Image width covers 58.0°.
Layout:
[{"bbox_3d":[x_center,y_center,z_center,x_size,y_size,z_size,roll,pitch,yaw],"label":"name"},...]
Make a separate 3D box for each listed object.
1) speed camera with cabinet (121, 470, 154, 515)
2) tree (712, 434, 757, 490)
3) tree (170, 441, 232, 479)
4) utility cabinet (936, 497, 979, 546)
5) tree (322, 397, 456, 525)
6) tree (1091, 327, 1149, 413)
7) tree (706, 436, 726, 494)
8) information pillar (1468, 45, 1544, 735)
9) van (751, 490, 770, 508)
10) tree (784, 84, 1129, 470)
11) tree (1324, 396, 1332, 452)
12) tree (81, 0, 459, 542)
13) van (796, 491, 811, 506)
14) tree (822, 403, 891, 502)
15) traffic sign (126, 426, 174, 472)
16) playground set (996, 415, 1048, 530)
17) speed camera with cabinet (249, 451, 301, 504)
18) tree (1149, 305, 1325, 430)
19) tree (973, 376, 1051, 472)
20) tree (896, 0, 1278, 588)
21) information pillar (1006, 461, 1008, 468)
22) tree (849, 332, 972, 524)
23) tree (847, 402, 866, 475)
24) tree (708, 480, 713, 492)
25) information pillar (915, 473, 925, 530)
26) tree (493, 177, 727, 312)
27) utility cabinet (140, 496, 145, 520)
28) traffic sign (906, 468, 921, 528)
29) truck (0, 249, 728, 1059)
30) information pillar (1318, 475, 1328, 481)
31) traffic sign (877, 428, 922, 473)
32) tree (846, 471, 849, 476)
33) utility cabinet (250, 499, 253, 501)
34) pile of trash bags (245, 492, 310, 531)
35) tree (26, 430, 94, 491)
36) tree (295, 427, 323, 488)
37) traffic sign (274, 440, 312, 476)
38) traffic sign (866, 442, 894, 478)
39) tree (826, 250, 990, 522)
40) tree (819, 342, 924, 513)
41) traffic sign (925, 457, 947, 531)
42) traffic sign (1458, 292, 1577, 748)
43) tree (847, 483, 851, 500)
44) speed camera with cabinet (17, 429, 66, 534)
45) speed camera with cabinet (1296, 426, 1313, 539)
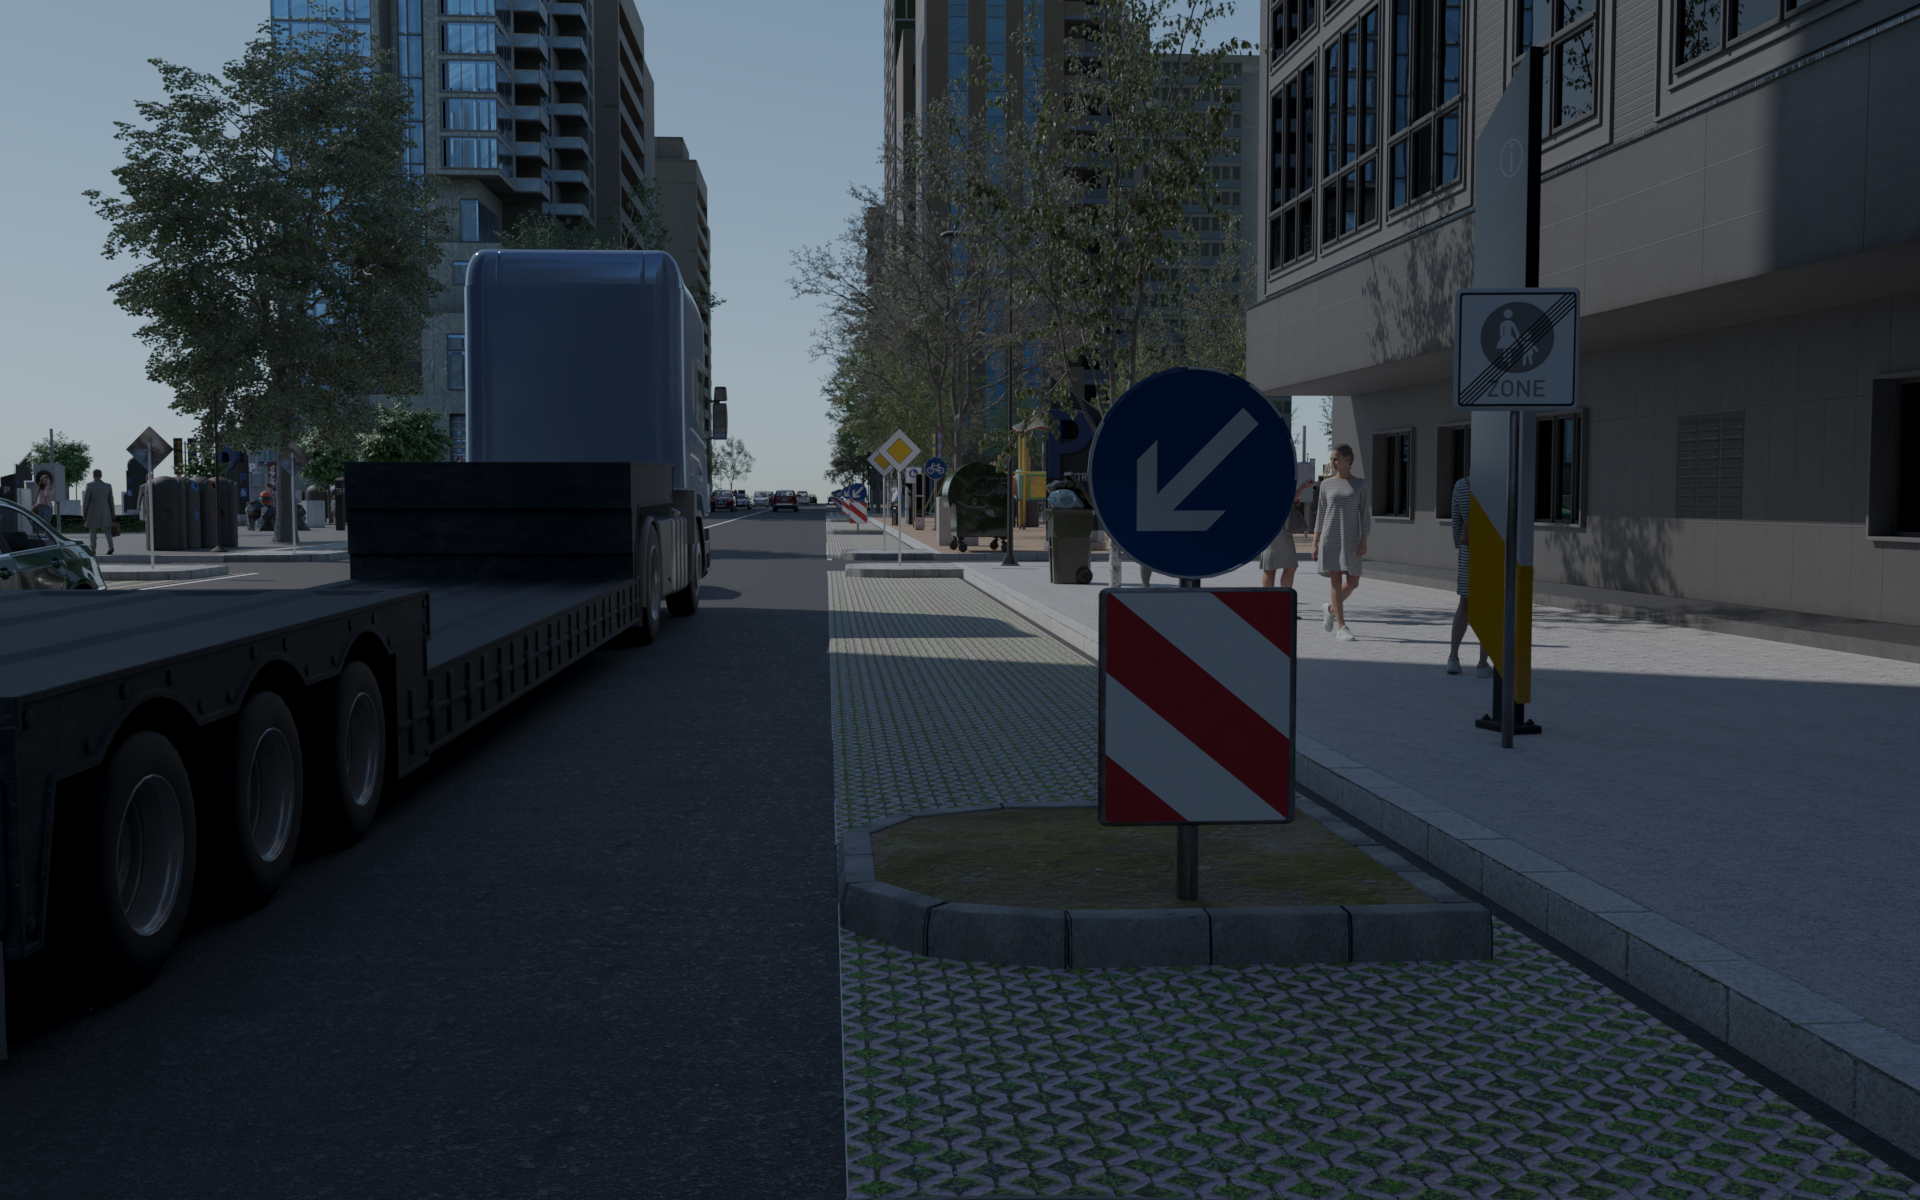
[{"bbox_3d":[-49.540,-6.748,104.659,2.038,3.252,0.660,-1,4,-15],"label":"speed camera with cabinet"},{"bbox_3d":[-35.967,-20.572,270.764,8.767,10.594,7.601,0,4,-4],"label":"tree"},{"bbox_3d":[-23.766,-3.680,54.767,1.663,3.219,1.824,0,3,0],"label":"tree"},{"bbox_3d":[-0.064,-1.952,43.073,1.020,1.237,0.306,-1,4,-17],"label":"utility cabinet"},{"bbox_3d":[-18.083,-4.434,56.204,4.285,4.588,4.351,0,3,0],"label":"tree"},{"bbox_3d":[7.588,-7.768,77.375,4.737,8.622,4.395,0,3,0],"label":"tree"},{"bbox_3d":[-29.924,-15.701,207.069,4.360,8.622,3.978,0,3,0],"label":"tree"},{"bbox_3d":[2.948,-1.101,9.364,0.183,3.616,0.504,-1,4,-18],"label":"information pillar"},{"bbox_3d":[-20.969,-10.711,182.128,2.013,2.044,4.112,0,4,-6],"label":"van"},{"bbox_3d":[-0.158,-8.728,53.076,12.009,13.543,11.850,0,3,0],"label":"tree"},{"bbox_3d":[21.550,-8.765,93.675,4.737,8.622,4.395,0,3,0],"label":"tree"},{"bbox_3d":[-18.102,-8.525,46.044,9.857,13.997,8.962,0,3,0],"label":"tree"},{"bbox_3d":[-19.044,-12.379,209.414,2.013,2.044,4.112,0,4,-4],"label":"van"},{"bbox_3d":[-10.938,-17.143,197.300,9.611,12.733,9.660,0,3,0],"label":"tree"},{"bbox_3d":[-13.908,-1.686,29.750,0.795,2.593,0.064,0,4,-4],"label":"traffic sign"},{"bbox_3d":[3.024,-4.637,62.592,5.302,4.214,5.637,0,4,-5],"label":"playground set"},{"bbox_3d":[-29.417,-4.898,74.413,2.038,3.252,0.660,-1,4,-17],"label":"speed camera with cabinet"},{"bbox_3d":[10.274,-7.000,64.807,4.737,8.622,4.395,0,3,0],"label":"tree"},{"bbox_3d":[4.054,-9.512,105.882,4.737,8.622,4.395,0,3,0],"label":"tree"},{"bbox_3d":[1.669,-4.261,20.038,4.360,8.622,3.978,0,3,0],"label":"tree"},{"bbox_3d":[2.124,-5.141,75.410,0.183,3.616,0.504,1,4,21],"label":"information pillar"},{"bbox_3d":[-2.067,-7.631,75.128,4.737,8.622,4.395,0,3,0],"label":"tree"},{"bbox_3d":[-3.686,-8.724,93.007,4.360,8.622,3.978,0,3,0],"label":"tree"},{"bbox_3d":[-29.661,-12.599,200.594,1.663,3.219,1.824,0,3,0],"label":"tree"},{"bbox_3d":[-1.420,-3.484,61.448,0.304,2.012,0.304,1,4,9],"label":"information pillar"},{"bbox_3d":[-20.691,-15.113,102.985,12.611,20.169,13.585,0,3,0],"label":"tree"},{"bbox_3d":[-28.850,-3.116,62.101,0.306,1.237,1.020,3,4,39],"label":"utility cabinet"},{"bbox_3d":[-1.760,-3.887,65.687,0.606,2.300,0.079,0,4,-2],"label":"traffic sign"},{"bbox_3d":[-3.967,-1.444,13.368,2.967,4.110,18.799,0,4,-3],"label":"truck"},{"bbox_3d":[14.273,-3.893,68.145,0.304,2.012,0.304,3,4,38],"label":"information pillar"},{"bbox_3d":[-1.051,-1.745,30.726,0.795,2.593,0.064,0,4,-4],"label":"traffic sign"},{"bbox_3d":[-8.292,-13.081,164.229,4.737,8.622,4.395,0,3,0],"label":"tree"},{"bbox_3d":[-35.280,-4.667,84.983,1.173,1.500,0.318,0,4,5],"label":"utility cabinet"},{"bbox_3d":[-24.346,-3.161,61.442,1.912,1.369,3.447,-2,4,-33],"label":"pile of trash bags"},{"bbox_3d":[-46.579,-6.478,89.636,4.285,4.588,4.351,0,3,0],"label":"tree"},{"bbox_3d":[-26.239,-5.415,72.243,4.285,4.588,4.351,0,3,0],"label":"tree"},{"bbox_3d":[-14.527,-2.173,37.711,0.795,2.593,0.064,0,4,-4],"label":"traffic sign"},{"bbox_3d":[-1.670,-2.232,38.687,0.795,2.593,0.064,0,4,-4],"label":"traffic sign"},{"bbox_3d":[-2.369,-9.968,81.111,7.486,12.596,7.792,0,3,0],"label":"tree"},{"bbox_3d":[-5.550,-11.560,114.757,9.928,11.665,9.643,0,3,0],"label":"tree"},{"bbox_3d":[-0.845,-3.677,60.228,0.768,2.556,0.104,0,3,0],"label":"traffic sign"},{"bbox_3d":[2.767,-0.401,8.688,0.606,2.300,0.079,0,4,3],"label":"traffic sign"},{"bbox_3d":[-14.783,-14.515,231.922,1.663,3.219,1.824,0,3,0],"label":"tree"},{"bbox_3d":[-28.113,-3.539,52.193,2.038,3.252,0.660,0,4,2],"label":"speed camera with cabinet"},{"bbox_3d":[9.488,-3.442,50.604,0.660,3.252,2.038,-2,4,-24],"label":"speed camera with cabinet"}]
